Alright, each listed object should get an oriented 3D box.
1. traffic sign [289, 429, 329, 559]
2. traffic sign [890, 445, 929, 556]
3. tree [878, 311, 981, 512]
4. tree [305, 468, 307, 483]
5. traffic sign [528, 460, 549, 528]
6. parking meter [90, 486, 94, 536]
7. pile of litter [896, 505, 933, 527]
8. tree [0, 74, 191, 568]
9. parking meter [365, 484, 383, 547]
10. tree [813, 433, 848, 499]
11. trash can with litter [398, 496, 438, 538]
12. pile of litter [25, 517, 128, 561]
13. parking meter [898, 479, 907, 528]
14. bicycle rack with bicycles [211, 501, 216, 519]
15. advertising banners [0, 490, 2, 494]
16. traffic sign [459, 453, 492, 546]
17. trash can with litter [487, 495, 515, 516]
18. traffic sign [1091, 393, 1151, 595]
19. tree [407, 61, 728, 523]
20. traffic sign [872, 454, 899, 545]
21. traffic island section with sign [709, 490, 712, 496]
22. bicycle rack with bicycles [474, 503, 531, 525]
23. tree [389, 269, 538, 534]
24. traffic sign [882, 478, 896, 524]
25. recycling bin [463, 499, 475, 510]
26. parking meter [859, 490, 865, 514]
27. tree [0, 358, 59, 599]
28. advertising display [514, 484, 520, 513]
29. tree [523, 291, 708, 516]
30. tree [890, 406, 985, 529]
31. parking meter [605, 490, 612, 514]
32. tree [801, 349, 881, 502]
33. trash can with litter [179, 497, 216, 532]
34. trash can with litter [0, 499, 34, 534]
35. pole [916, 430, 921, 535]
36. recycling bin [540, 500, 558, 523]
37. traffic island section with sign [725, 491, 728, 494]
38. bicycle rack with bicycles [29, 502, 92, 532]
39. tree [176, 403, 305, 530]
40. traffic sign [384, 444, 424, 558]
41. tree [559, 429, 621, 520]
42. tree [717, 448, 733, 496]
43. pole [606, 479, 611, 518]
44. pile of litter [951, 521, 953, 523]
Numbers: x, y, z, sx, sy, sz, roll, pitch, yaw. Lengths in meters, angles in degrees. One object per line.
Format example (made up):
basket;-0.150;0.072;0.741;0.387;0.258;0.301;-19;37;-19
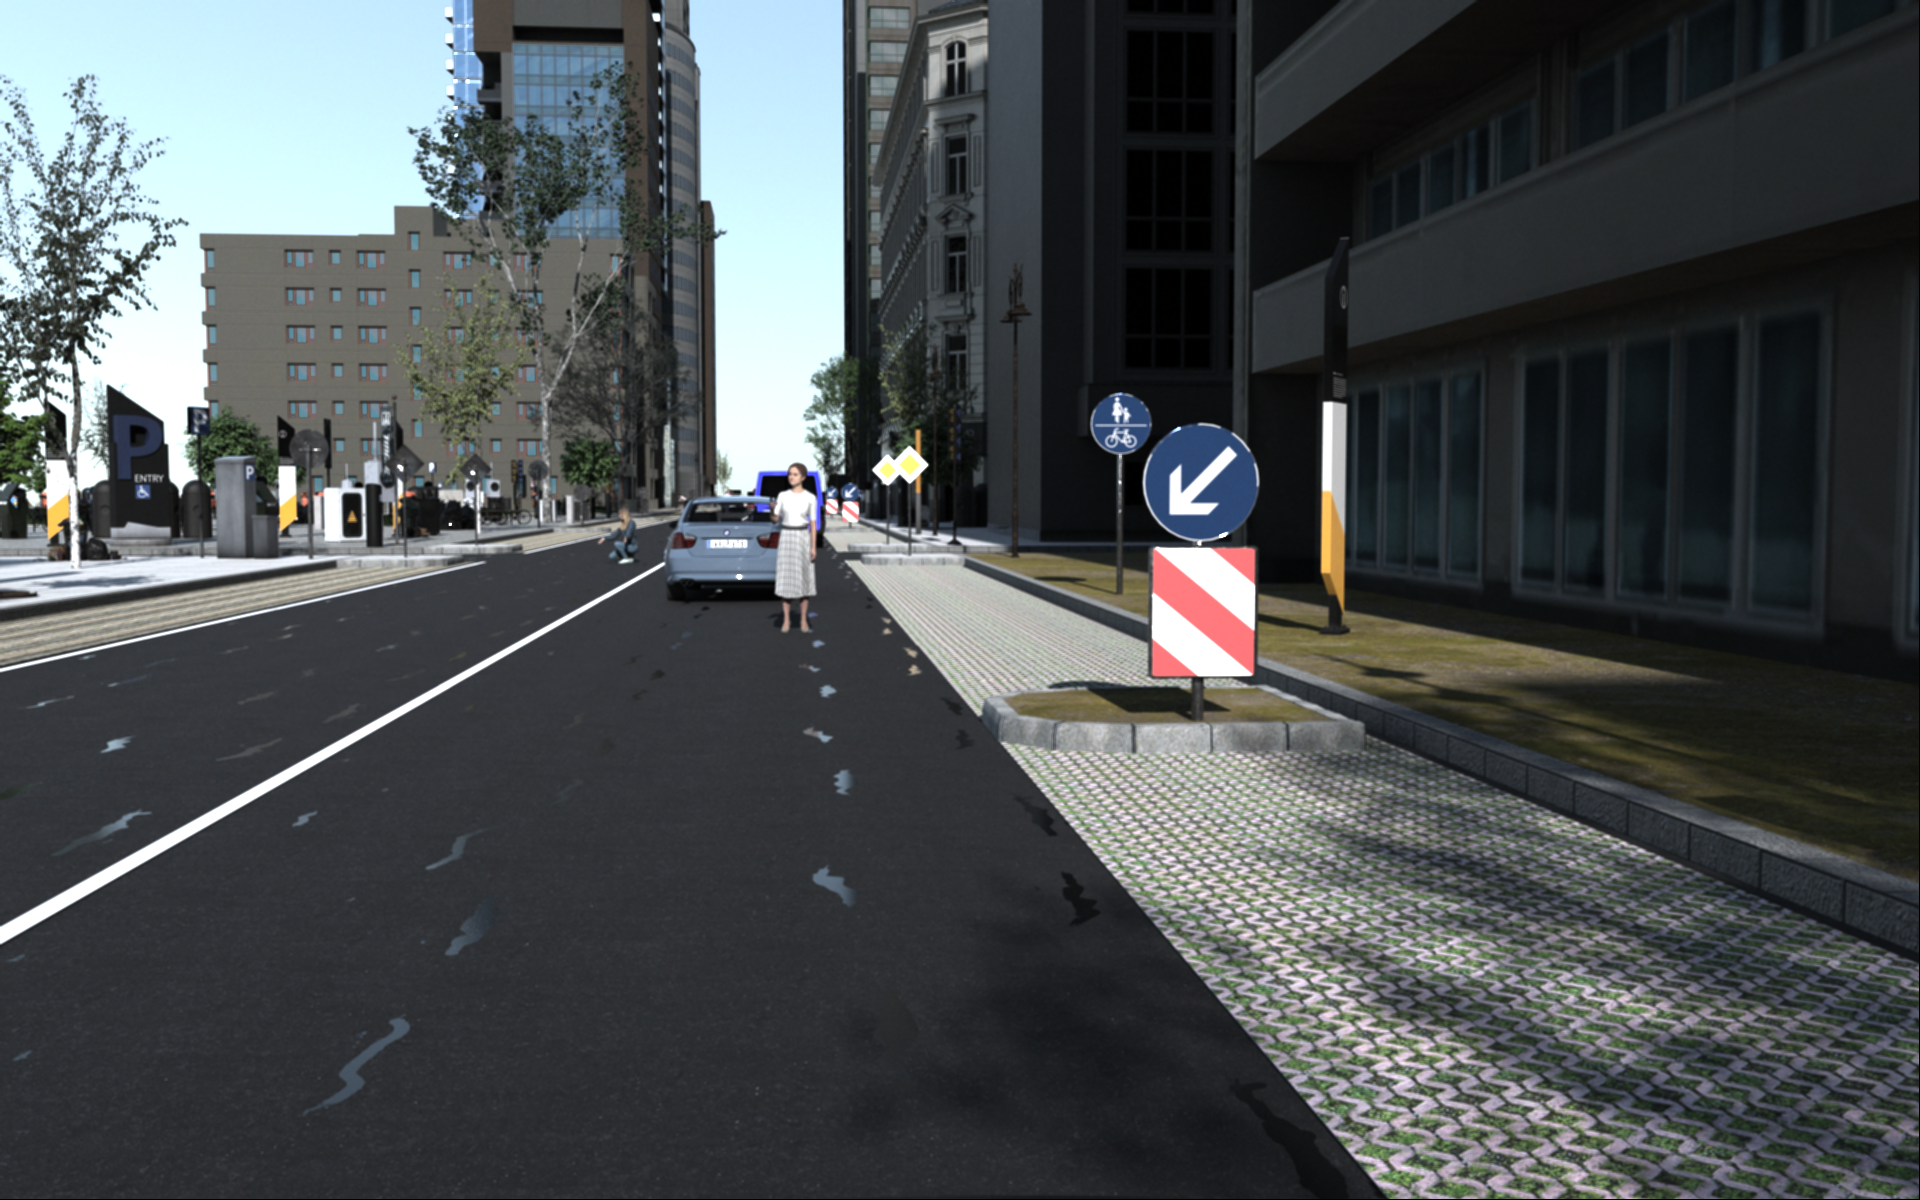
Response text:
traffic sign;-12.810;-2.079;34.105;0.768;2.556;0.104;0;4;-3
traffic sign;-1.044;-1.972;35.892;0.795;2.450;0.064;0;4;-6
tree;-1.524;-7.289;69.531;4.737;8.622;4.395;0;3;0
tree;-39.784;-7.219;101.752;4.285;4.588;4.351;0;3;0
traffic sign;-15.911;-3.992;65.379;0.768;2.556;0.104;0;4;1
parking meter;-26.577;-2.750;53.379;0.372;1.533;0.369;0;3;0
pile of litter;-1.720;-3.280;67.588;1.719;0.858;1.176;-1;4;-16
tree;-15.539;-4.850;29.663;4.360;8.622;3.978;0;3;0
parking meter;-14.169;-2.047;41.884;0.372;1.533;0.369;0;3;0
tree;-15.371;-15.511;203.973;4.737;8.622;4.395;0;3;0
trash can with litter;-16.185;-2.453;51.488;1.055;1.170;0.624;2;4;29
pile of litter;-17.147;-1.201;33.596;1.719;0.858;1.176;0;4;-2
parking meter;-2.198;-3.718;66.493;0.255;1.863;0.399;-2;4;-25
bicycle rack with bicycles;-38.614;-4.612;88.783;2.852;0.926;2.925;2;4;32
advertising banners;-41.933;-4.860;75.648;0.090;3.025;2.074;-2;4;-25
traffic sign;-11.978;-2.398;42.857;0.795;2.450;0.064;0;4;-6
trash can with litter;-25.360;-5.158;95.390;2.233;1.210;1.678;0;4;-1
traffic sign;2.038;-1.341;22.031;0.768;2.556;0.104;0;4;-1
tree;-16.818;-13.404;75.045;12.611;20.169;13.585;0;3;0
traffic sign;-1.832;-2.458;43.838;0.795;2.450;0.064;0;4;-6
traffic island section with sign;-24.496;-9.805;168.945;1.989;1.847;2.006;0;4;-6
bicycle rack with bicycles;-19.445;-3.569;71.739;2.925;0.926;2.852;0;4;-3
tree;-15.898;-6.464;56.047;4.737;8.622;4.395;0;3;0
traffic sign;-3.003;-4.358;73.387;0.606;2.300;0.079;0;4;-1
recycling bin;-26.256;-4.895;92.580;0.722;1.027;0.722;0;4;3
parking meter;-6.318;-6.303;111.457;0.372;1.533;0.369;0;3;0
tree;-11.923;-1.638;21.380;1.663;3.219;1.824;0;3;0
advertising display;-28.255;-6.434;110.410;0.123;1.923;0.974;0;4;0
tree;-20.126;-11.742;102.348;12.009;13.543;11.850;0;3;0
tree;-0.892;-4.871;63.352;4.285;4.588;4.351;0;3;0
parking meter;-22.209;-6.178;109.415;0.372;1.533;0.369;0;3;0
tree;-7.498;-12.086;123.361;9.928;11.665;9.643;0;3;0
trash can with litter;-26.149;-2.886;58.245;2.233;1.210;1.678;1;4;17
trash can with litter;-29.891;-2.653;54.766;0.624;1.170;1.055;1;4;12
pole;-1.316;-3.735;54.907;0.158;3.312;0.155;0;3;0
recycling bin;-18.324;-3.943;77.024;0.722;1.027;0.722;0;4;-3
traffic island section with sign;-32.687;-14.852;251.459;1.989;1.847;2.006;0;4;-6
bicycle rack with bicycles;-30.472;-2.830;59.647;2.852;0.926;2.925;-1;4;-11
tree;-26.447;-4.809;62.343;4.285;4.588;4.351;0;3;0
traffic sign;-11.191;-1.912;34.910;0.795;2.450;0.064;0;4;-6
tree;-18.630;-6.316;86.984;4.285;4.588;4.351;0;3;0
tree;-37.655;-19.803;274.140;4.737;8.622;4.395;0;3;0
pole;-18.741;-6.020;92.278;0.158;3.312;0.155;0;3;0
pile of litter;0.194;-3.629;73.292;1.176;0.858;1.719;1;4;11
